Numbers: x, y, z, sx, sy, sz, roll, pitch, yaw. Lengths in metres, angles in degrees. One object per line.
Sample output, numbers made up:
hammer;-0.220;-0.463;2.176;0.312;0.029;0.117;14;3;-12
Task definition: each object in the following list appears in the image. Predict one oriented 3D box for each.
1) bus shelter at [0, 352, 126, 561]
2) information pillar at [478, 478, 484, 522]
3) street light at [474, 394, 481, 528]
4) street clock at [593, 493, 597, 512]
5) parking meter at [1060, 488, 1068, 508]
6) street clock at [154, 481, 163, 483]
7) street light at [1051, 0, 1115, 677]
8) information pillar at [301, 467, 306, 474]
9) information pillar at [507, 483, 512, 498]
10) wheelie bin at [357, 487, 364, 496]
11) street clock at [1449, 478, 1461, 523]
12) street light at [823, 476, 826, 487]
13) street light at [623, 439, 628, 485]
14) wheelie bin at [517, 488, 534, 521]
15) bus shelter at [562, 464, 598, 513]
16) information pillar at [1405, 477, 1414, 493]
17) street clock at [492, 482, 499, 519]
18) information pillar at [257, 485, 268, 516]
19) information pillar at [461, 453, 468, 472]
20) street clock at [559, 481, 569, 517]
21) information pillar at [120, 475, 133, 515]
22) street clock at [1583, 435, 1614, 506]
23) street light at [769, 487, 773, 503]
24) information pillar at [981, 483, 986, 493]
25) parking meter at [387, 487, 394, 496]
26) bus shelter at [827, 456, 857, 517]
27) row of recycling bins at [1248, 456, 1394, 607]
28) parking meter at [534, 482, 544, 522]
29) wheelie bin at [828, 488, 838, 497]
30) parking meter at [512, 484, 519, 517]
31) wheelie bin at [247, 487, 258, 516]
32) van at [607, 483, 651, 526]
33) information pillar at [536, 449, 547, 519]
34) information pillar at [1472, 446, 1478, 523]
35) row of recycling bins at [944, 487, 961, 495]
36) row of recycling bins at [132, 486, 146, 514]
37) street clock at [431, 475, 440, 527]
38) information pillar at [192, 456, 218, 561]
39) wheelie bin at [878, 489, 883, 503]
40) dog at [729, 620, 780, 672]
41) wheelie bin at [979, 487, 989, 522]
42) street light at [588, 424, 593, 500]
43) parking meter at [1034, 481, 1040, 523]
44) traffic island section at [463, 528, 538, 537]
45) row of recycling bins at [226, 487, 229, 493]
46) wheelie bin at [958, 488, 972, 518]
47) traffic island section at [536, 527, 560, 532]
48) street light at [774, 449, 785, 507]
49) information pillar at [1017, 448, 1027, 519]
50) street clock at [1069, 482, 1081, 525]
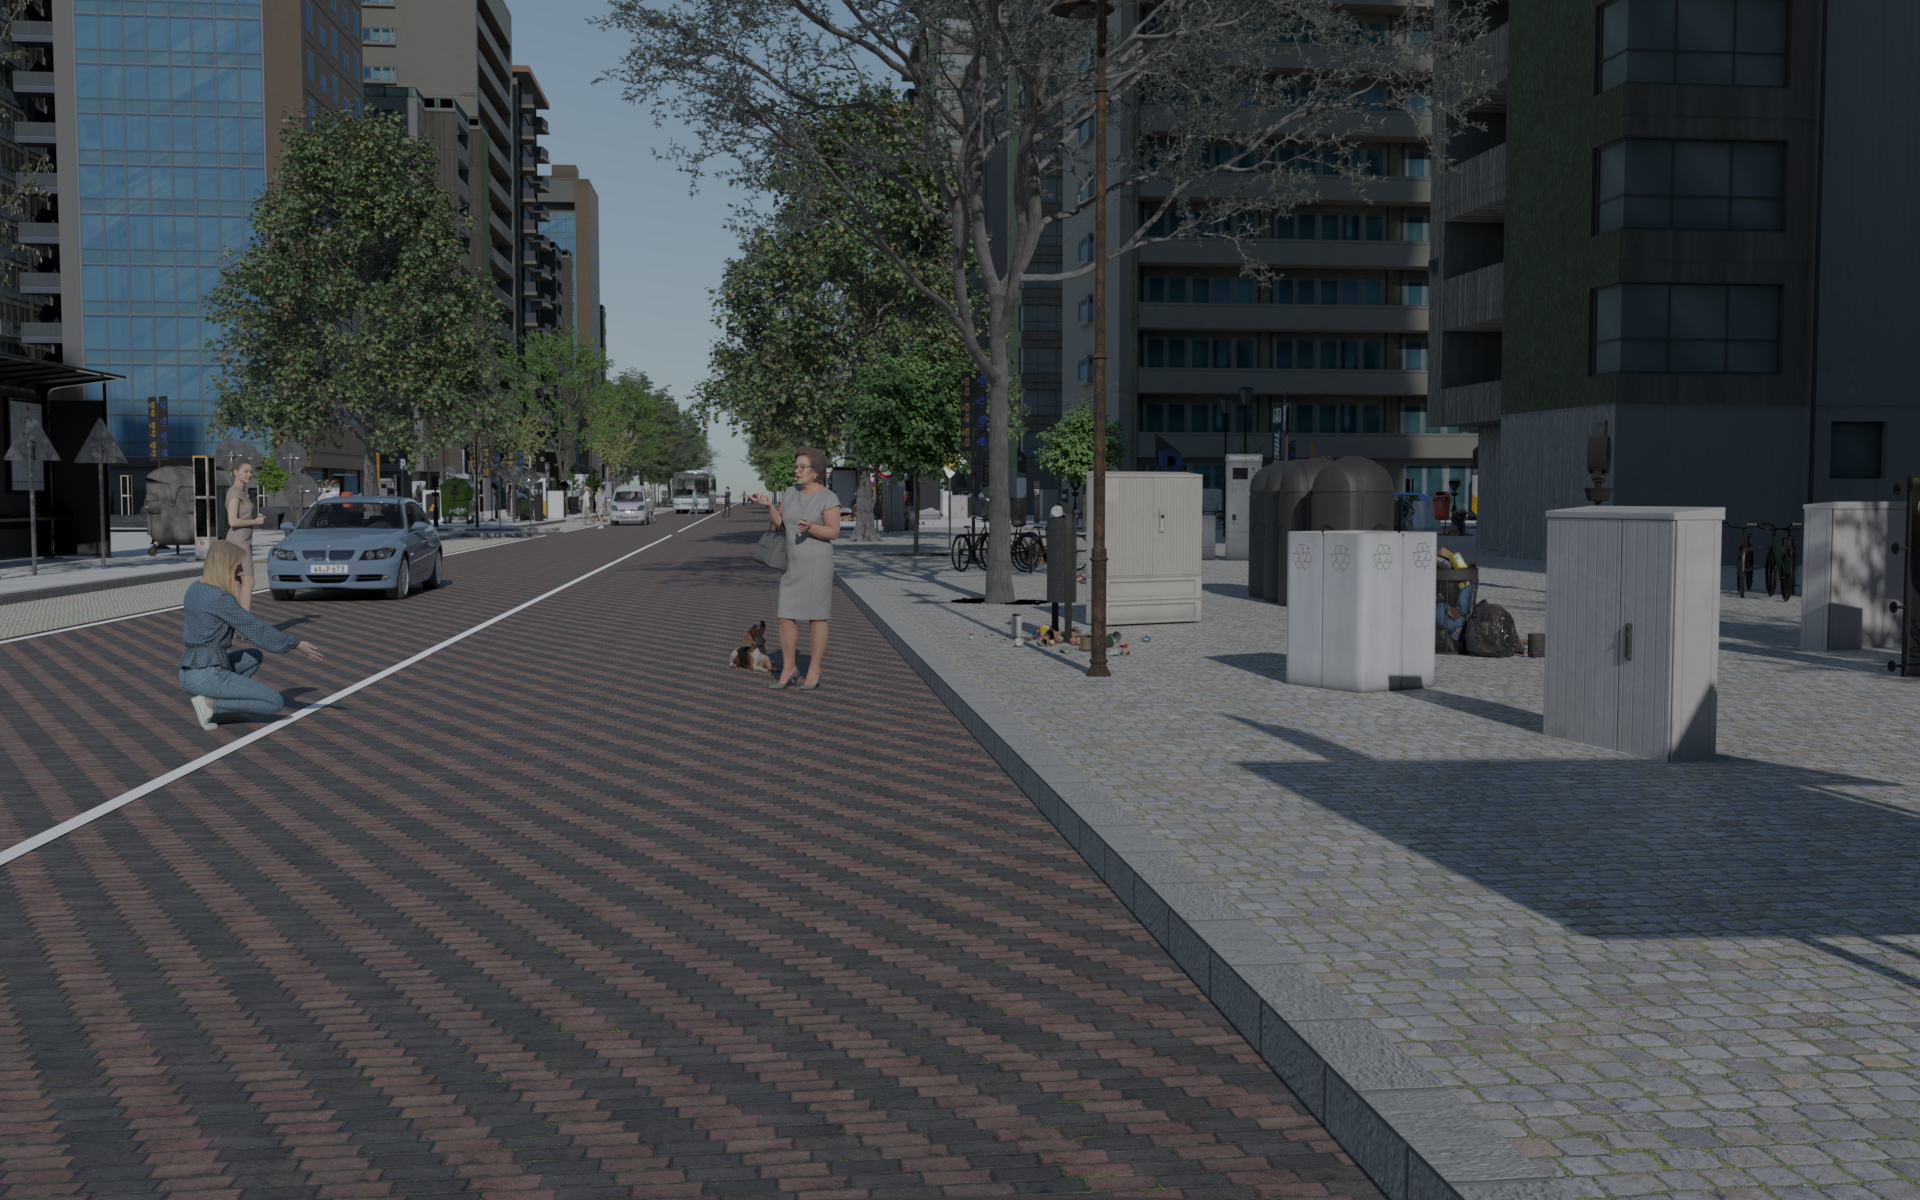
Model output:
bus shelter;-17.098;-2.458;31.466;1.731;3.624;6.357;0;4;-7
information pillar;-22.187;-4.613;79.913;0.304;2.012;0.304;2;4;30
street light;-18.478;-5.708;66.112;0.468;5.910;1.993;0;4;-7
street clock;-26.443;-7.386;125.328;0.471;2.002;0.358;2;4;29
parking meter;4.499;-4.078;75.084;0.372;1.533;0.369;0;3;0
street clock;-31.957;-3.958;69.279;0.358;2.002;0.471;1;4;16
street light;0.978;-2.401;12.051;0.468;5.910;1.993;0;4;-7
information pillar;-30.031;-5.376;79.248;0.183;3.616;0.504;0;4;-8
information pillar;-30.898;-6.988;118.751;0.304;2.012;0.304;-2;4;-27
wheelie bin;-26.837;-4.321;78.563;0.980;1.594;0.693;-2;4;-25
street clock;21.999;-4.433;77.050;0.471;2.002;0.358;3;5;41
street light;-4.600;-5.259;58.773;0.468;5.910;1.993;0;4;-7
street light;-27.351;-10.358;142.133;0.468;5.910;1.993;0;4;-7
wheelie bin;-21.079;-4.658;84.063;0.693;1.594;0.980;0;4;7
bus shelter;-26.186;-7.699;119.794;2.014;3.302;5.546;0;4;-7
information pillar;19.431;-4.308;74.921;0.304;2.012;0.304;3;5;40
street clock;-24.336;-5.281;90.909;0.471;2.002;0.358;-1;4;-12
information pillar;-28.803;-4.103;71.576;0.304;2.012;0.304;1;4;11
information pillar;-28.282;-6.582;98.967;0.504;3.616;0.183;2;4;31
street clock;-21.884;-5.577;95.761;0.471;2.002;0.358;-1;4;-20
information pillar;-32.712;-3.884;67.999;0.304;2.012;0.304;0;4;1
street clock;7.902;-1.033;21.455;0.358;2.002;0.471;2;4;29
street light;-27.488;-17.175;253.592;0.468;5.910;1.993;0;4;-7
information pillar;1.601;-6.997;118.887;0.304;2.012;0.304;-1;4;-12
parking meter;-21.291;-3.460;64.985;0.372;1.533;0.369;0;3;0
bus shelter;-6.189;-6.192;95.166;2.014;3.302;5.546;0;4;-7
row of recycling bins;4.119;-0.800;20.193;1.069;1.692;3.534;0;4;-5
parking meter;-19.713;-4.607;81.038;0.255;1.863;0.399;2;4;26
wheelie bin;-6.318;-4.642;83.804;0.693;1.594;0.980;1;4;18
parking meter;-24.635;-5.524;96.029;0.255;1.863;0.399;1;4;18
wheelie bin;-33.557;-4.568;82.593;0.980;1.594;0.693;-2;4;-26
van;-15.248;-4.462;79.959;2.013;2.044;4.112;0;4;-8
information pillar;-21.441;-5.949;88.626;0.504;3.616;0.183;-1;4;-19
information pillar;22.692;-5.167;75.831;0.504;3.616;0.183;2;4;25
row of recycling bins;-1.144;-6.154;107.726;3.534;1.692;1.069;2;4;32
row of recycling bins;-38.391;-4.697;83.909;3.534;1.692;1.069;-1;4;-22
street clock;-20.167;-3.794;66.601;0.358;2.002;0.471;-1;4;-21
information pillar;-14.504;-1.761;33.289;0.304;2.012;0.304;0;4;7
wheelie bin;-4.881;-6.002;106.037;0.980;1.594;0.693;0;4;3
dog;-1.652;0.363;14.263;0.550;0.427;0.748;1;4;12
wheelie bin;1.295;-4.344;78.931;0.980;1.594;0.693;-1;4;-20
street light;-23.992;-8.561;112.760;0.468;5.910;1.993;0;4;-7
parking meter;3.397;-4.337;76.617;0.255;1.863;0.399;0;4;4
traffic island section;-15.497;-2.202;58.288;2.009;0.180;2.903;0;4;-7
row of recycling bins;-32.204;-4.124;74.532;1.069;1.692;3.534;0;4;-2
wheelie bin;0.304;-5.219;93.236;0.980;1.594;0.693;-1;4;-13
traffic island section;-16.429;-2.687;66.218;2.009;0.180;2.903;0;4;-7
street light;-17.777;-12.106;170.728;0.468;5.910;1.993;0;4;-7
information pillar;3.109;-5.883;87.545;0.504;3.616;0.183;1;4;16
street clock;4.720;-4.059;70.939;0.471;2.002;0.358;-2;4;-25
